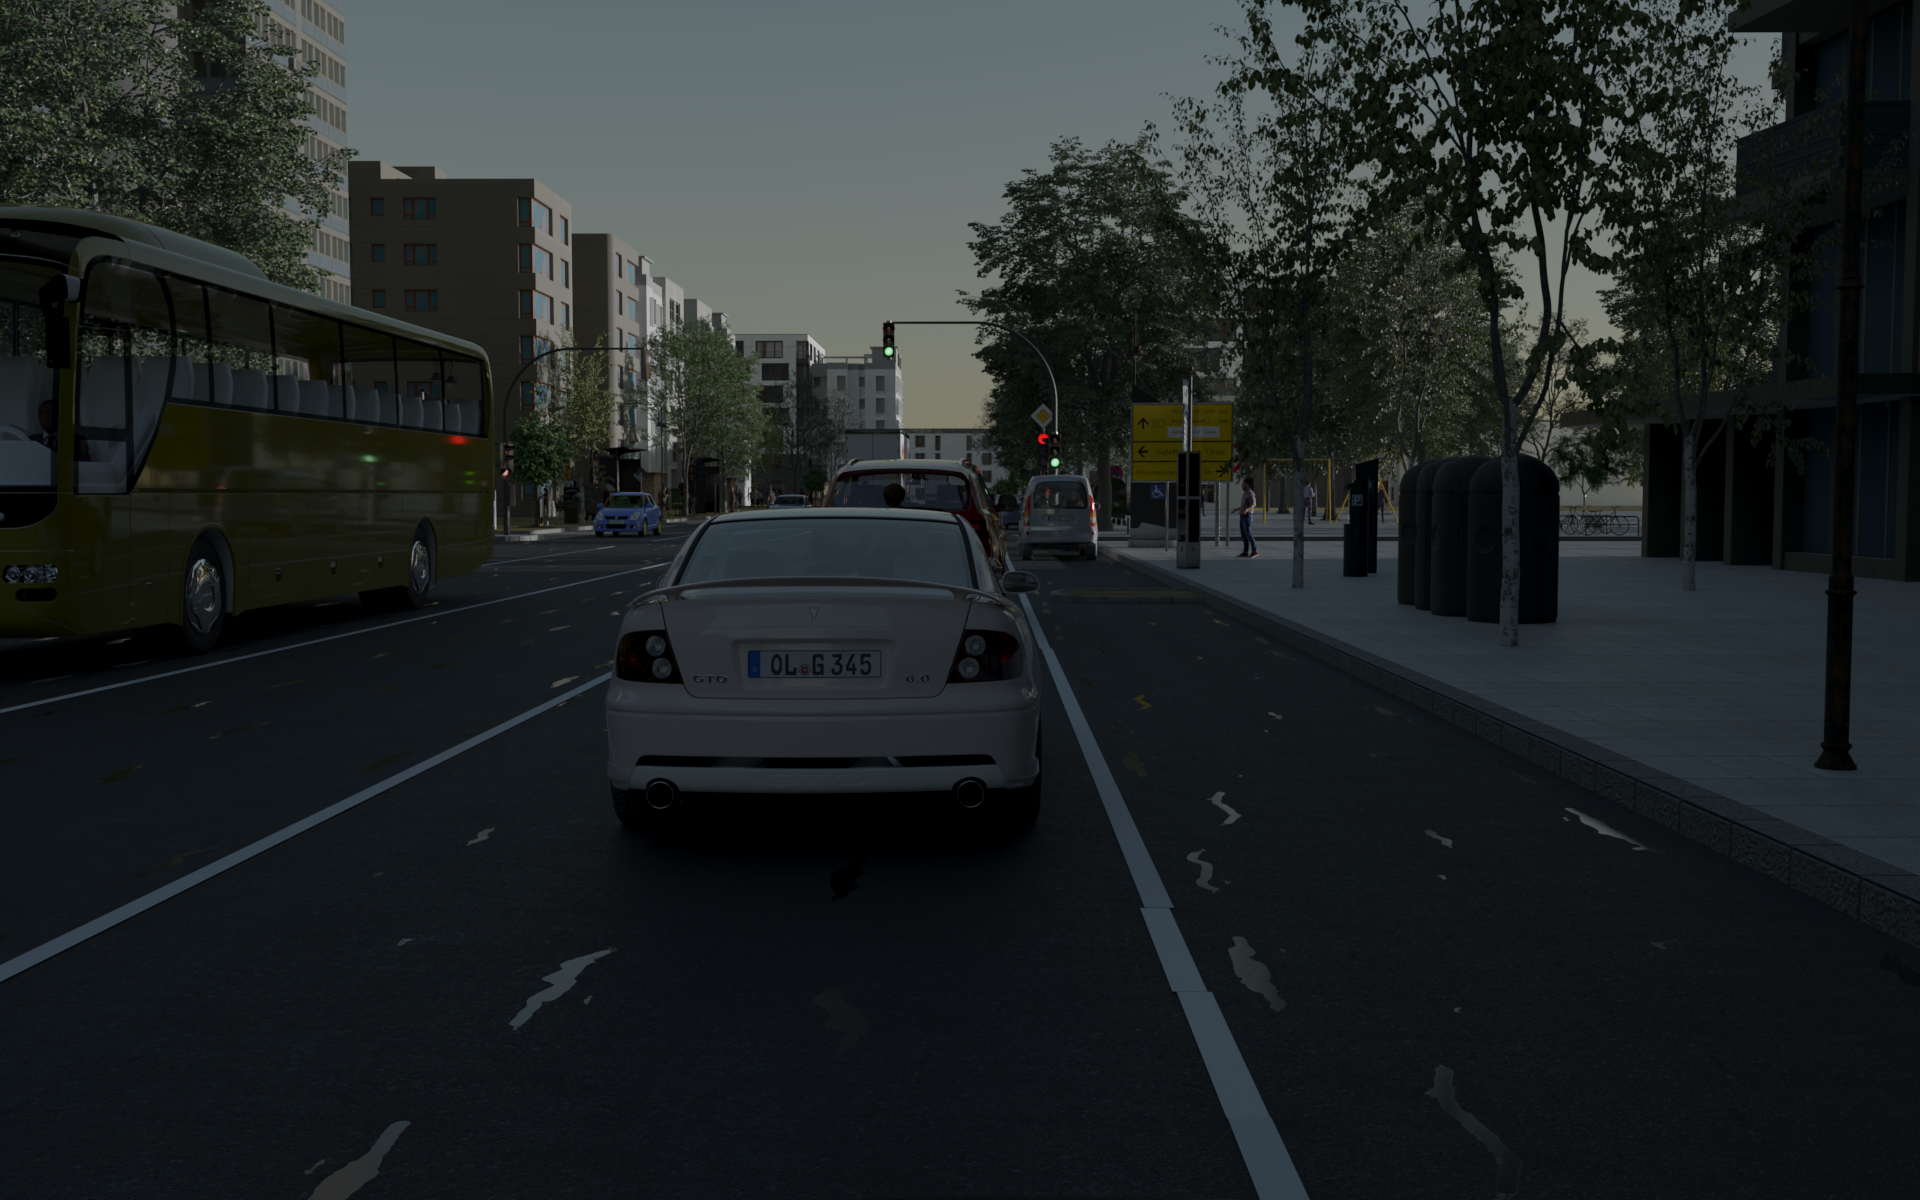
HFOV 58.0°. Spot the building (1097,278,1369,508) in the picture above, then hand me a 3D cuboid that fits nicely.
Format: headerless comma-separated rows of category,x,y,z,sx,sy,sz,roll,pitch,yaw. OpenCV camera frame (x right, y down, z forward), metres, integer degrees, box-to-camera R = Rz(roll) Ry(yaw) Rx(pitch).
building,28.122,-20.585,180.540,27.936,21.610,32.646,0,4,1

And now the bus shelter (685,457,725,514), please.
bus shelter,-16.624,-7.446,113.023,1.731,3.624,6.357,0,4,1

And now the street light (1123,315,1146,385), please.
street light,4.504,-4.403,44.770,0.468,5.910,1.993,0,4,1

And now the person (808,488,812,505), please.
person,-14.567,-9.922,168.223,0.705,1.831,1.348,0,4,6

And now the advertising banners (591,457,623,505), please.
advertising banners,-16.604,-5.225,81.618,0.090,3.025,2.074,2,4,35

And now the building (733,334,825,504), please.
building,-35.447,-23.914,234.967,32.646,21.610,27.936,0,4,1

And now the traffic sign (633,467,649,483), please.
traffic sign,-15.574,-5.192,84.620,0.795,2.593,0.064,0,4,4

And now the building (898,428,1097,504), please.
building,6.182,-17.332,225.532,28.070,9.664,9.099,0,4,1

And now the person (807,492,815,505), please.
person,-16.854,-11.686,197.121,1.348,1.823,0.705,3,5,40

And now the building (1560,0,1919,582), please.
building,23.374,-22.429,21.344,22.147,44.769,28.867,0,4,1

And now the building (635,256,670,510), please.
building,-31.536,-17.073,135.567,16.016,20.091,11.380,0,4,1

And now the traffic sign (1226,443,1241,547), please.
traffic sign,6.548,-2.581,42.305,0.768,2.556,0.104,0,4,2

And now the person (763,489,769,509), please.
person,-16.371,-8.660,148.453,1.217,1.723,0.721,0,4,-3

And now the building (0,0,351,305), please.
building,-40.815,-23.421,74.821,32.217,40.220,23.993,0,4,1

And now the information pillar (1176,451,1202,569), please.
information pillar,3.924,-1.542,29.711,0.304,2.012,0.304,-2,4,-30

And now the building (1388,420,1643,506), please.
building,61.563,-15.271,191.833,28.070,9.664,9.099,0,4,1

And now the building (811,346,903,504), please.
building,-13.508,-22.750,228.373,11.380,20.091,16.016,0,4,1

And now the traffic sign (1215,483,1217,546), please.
traffic sign,6.355,-2.612,42.805,0.768,2.556,0.104,0,4,8

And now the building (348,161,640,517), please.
building,-36.939,-16.189,109.732,27.650,21.520,28.899,0,4,1

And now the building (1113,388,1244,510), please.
building,18.309,-12.752,150.638,9.099,9.664,28.070,0,4,1

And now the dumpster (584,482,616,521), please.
dumpster,-17.479,-4.778,83.879,1.264,1.857,1.865,0,4,0

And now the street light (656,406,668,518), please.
street light,-15.689,-7.239,91.149,0.468,5.910,1.993,0,4,1

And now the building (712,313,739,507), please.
building,-31.161,-19.695,178.425,16.016,20.091,11.380,0,4,1

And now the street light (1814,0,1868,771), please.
street light,4.100,-2.149,7.932,0.468,5.910,1.993,0,4,1

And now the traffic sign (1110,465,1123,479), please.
traffic sign,6.865,-4.698,76.925,0.768,2.556,0.104,0,4,7

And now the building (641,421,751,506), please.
building,-37.764,-15.335,192.877,28.070,9.664,9.099,0,4,1

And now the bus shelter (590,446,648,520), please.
bus shelter,-17.374,-5.942,88.434,1.731,3.624,6.357,0,4,1

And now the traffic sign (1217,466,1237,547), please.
traffic sign,6.268,-2.570,42.018,0.884,2.594,0.081,0,4,7

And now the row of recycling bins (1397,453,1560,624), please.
row of recycling bins,5.511,-0.711,18.742,1.069,1.692,3.534,0,4,0

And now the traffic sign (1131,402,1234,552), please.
traffic sign,4.931,-2.729,38.497,2.265,3.308,0.079,1,4,9

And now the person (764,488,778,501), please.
person,-16.453,-8.894,151.463,1.348,1.824,0.705,0,4,-5

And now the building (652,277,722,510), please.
building,-32.107,-17.775,157.079,16.747,18.905,31.486,0,4,1

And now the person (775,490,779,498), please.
person,-19.332,-10.787,182.933,0.617,1.759,0.750,-1,4,-18

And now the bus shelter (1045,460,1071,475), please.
bus shelter,5.515,-6.681,100.523,1.731,3.624,6.357,0,4,1

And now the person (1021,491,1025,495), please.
person,6.878,-11.244,190.827,0.436,1.711,0.756,3,4,38

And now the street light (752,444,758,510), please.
street light,-15.247,-9.527,128.561,0.468,5.910,1.993,0,4,1

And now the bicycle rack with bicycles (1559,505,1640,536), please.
bicycle rack with bicycles,19.710,-2.495,54.174,2.925,0.926,2.852,-1,4,-9

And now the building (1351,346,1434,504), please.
building,54.047,-22.680,227.244,11.380,20.091,16.016,0,4,1

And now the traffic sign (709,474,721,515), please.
traffic sign,-15.327,-6.622,108.370,0.768,2.556,0.104,1,4,10

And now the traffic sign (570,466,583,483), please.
traffic sign,-17.794,-4.883,79.948,0.768,2.556,0.104,0,4,2

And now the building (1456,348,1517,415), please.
building,65.434,-22.718,227.854,11.380,20.091,16.016,0,4,1
